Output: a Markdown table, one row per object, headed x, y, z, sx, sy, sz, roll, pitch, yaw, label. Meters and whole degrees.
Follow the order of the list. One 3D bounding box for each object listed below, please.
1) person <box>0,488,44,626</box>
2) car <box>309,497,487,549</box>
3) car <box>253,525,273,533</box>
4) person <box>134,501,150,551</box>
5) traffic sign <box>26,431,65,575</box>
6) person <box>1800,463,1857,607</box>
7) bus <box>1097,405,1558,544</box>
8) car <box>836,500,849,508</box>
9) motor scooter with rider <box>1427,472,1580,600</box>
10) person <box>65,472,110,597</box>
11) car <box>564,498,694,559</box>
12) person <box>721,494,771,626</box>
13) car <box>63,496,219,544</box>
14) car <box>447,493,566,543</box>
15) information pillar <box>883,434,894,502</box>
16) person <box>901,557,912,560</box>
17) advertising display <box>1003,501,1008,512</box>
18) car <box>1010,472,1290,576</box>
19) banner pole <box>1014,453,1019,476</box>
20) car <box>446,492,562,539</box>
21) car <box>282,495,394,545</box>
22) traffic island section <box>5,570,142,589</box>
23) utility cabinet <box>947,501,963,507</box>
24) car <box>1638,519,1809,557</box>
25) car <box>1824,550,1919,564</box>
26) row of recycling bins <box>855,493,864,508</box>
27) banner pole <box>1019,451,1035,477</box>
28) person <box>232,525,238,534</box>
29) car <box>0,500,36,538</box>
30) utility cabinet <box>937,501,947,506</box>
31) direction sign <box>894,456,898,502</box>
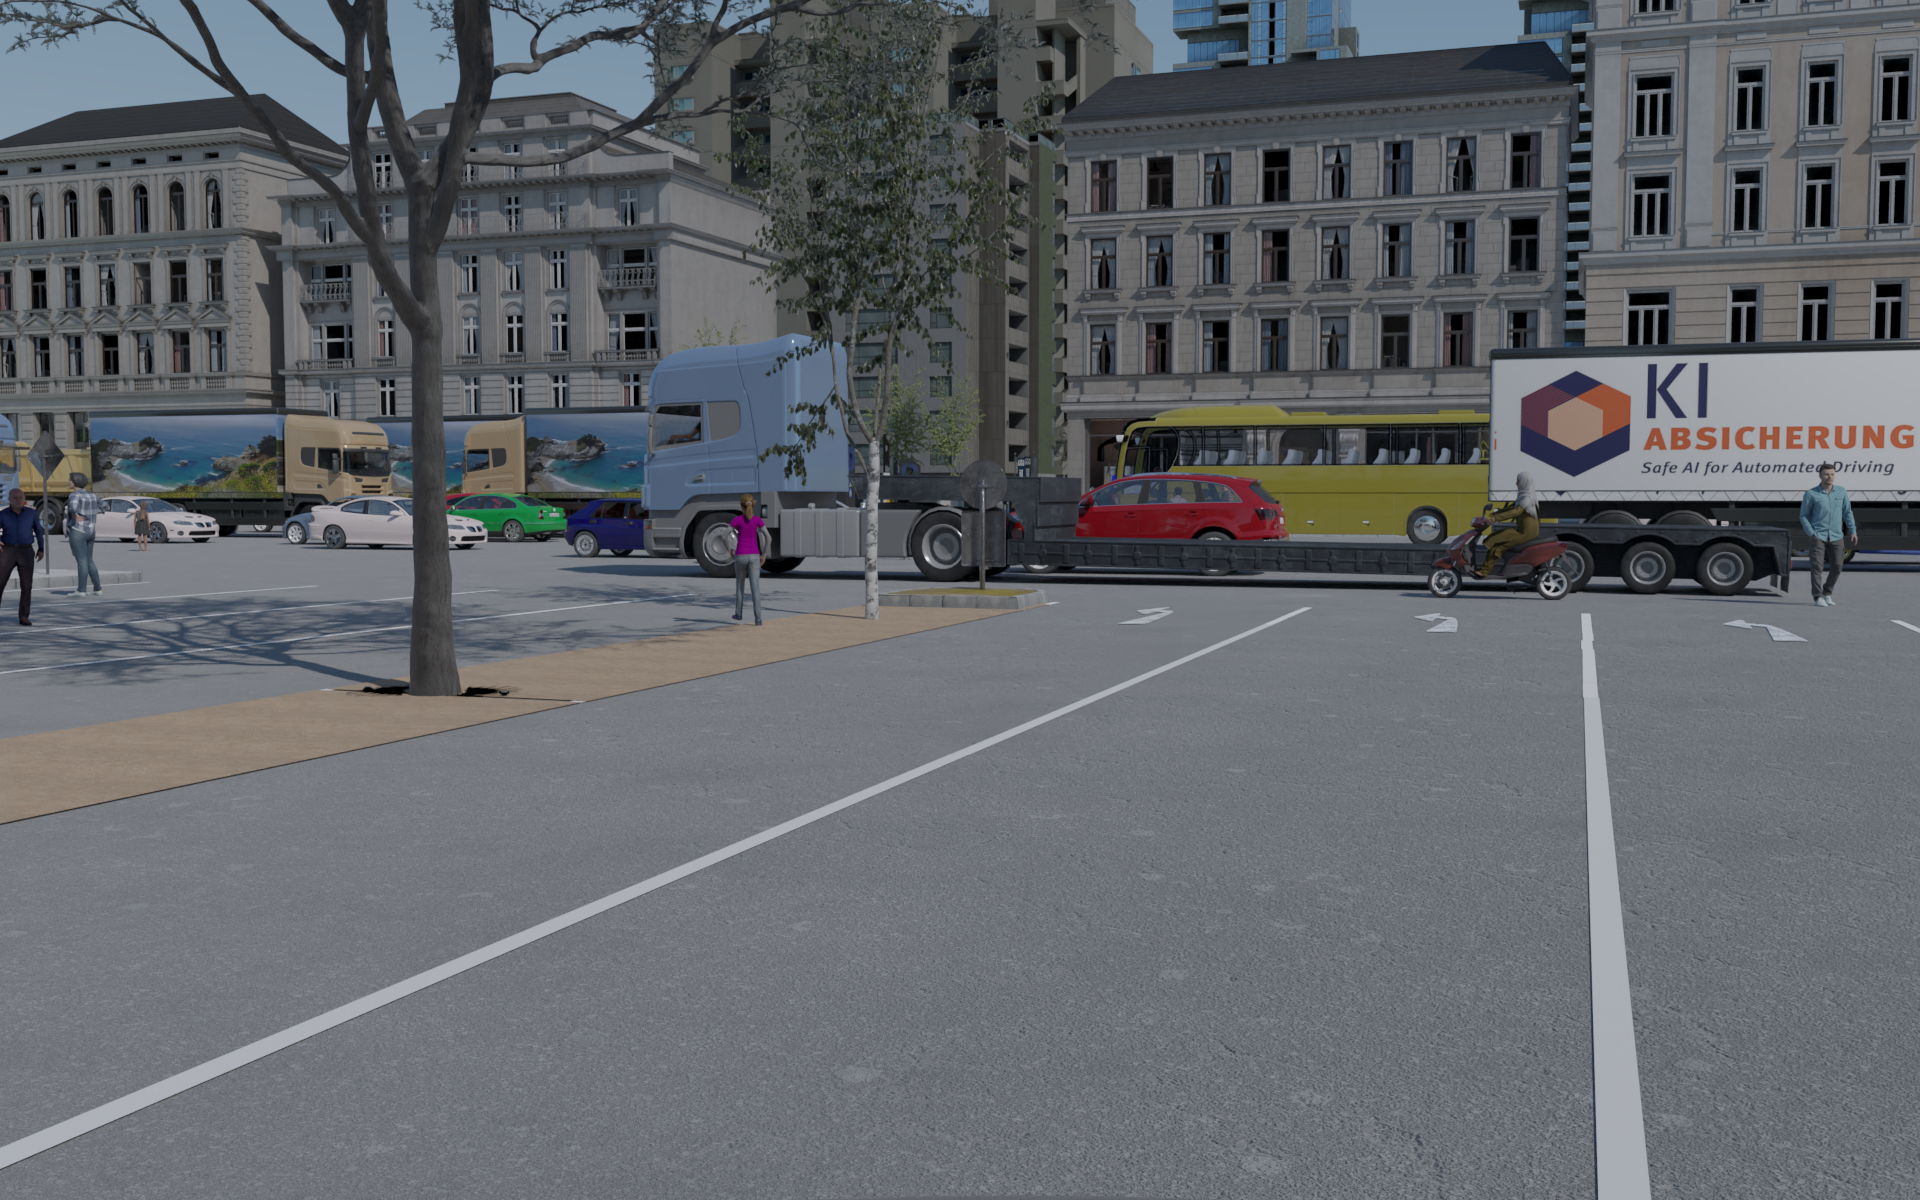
| x | y | z | sx | sy | sz | roll | pitch | yaw | label |
| --- | --- | --- | --- | --- | --- | --- | --- | --- | --- |
| -10.320 | -0.466 | 18.814 | 0.574 | 1.496 | 0.600 | -1 | 4 | -11 | person |
| -14.641 | -2.007 | 45.171 | 4.827 | 1.381 | 2.083 | 1 | 4 | 19 | car |
| -24.230 | -3.428 | 64.725 | 5.304 | 1.827 | 2.281 | 1 | 4 | 18 | car |
| -20.485 | -1.847 | 43.367 | 0.362 | 1.253 | 0.373 | -1 | 4 | -12 | person |
| -14.524 | -1.460 | 27.517 | 0.795 | 2.450 | 0.064 | 1 | 4 | 20 | traffic sign |
| 11.119 | -0.839 | 22.236 | 0.660 | 1.820 | 0.620 | 0 | 4 | 2 | person |
| 10.101 | -3.452 | 47.983 | 12.252 | 3.916 | 2.896 | 1 | 4 | 18 | bus |
| -3.774 | -2.158 | 45.507 | 3.980 | 1.641 | 2.015 | 1 | 4 | 21 | car |
| 7.414 | -0.896 | 23.620 | 1.986 | 1.779 | 0.876 | 1 | 4 | 19 | motor scooter with rider |
| -12.210 | -0.912 | 24.132 | 0.376 | 1.734 | 0.841 | 1 | 4 | 9 | person |
| -6.911 | -1.628 | 39.194 | 3.894 | 1.354 | 1.945 | 1 | 4 | 20 | car |
| -2.352 | -0.436 | 18.868 | 0.726 | 1.435 | 0.776 | -1 | 4 | -18 | person |
| -24.244 | -2.380 | 51.277 | 4.827 | 1.381 | 2.083 | 1 | 4 | 20 | car |
| -14.194 | -2.655 | 52.208 | 4.718 | 1.807 | 1.959 | 1 | 4 | 18 | car |
| -2.873 | -4.659 | 67.531 | 0.183 | 3.616 | 0.504 | 1 | 4 | 20 | information pillar |
| -1.284 | -1.484 | 37.774 | 0.505 | 1.210 | 0.382 | 1 | 4 | 10 | person |
| 3.182 | -6.649 | 113.928 | 0.974 | 1.923 | 0.123 | -3 | 5 | -43 | advertising display |
| 3.284 | -1.393 | 31.453 | 5.304 | 1.827 | 2.281 | 1 | 4 | 18 | car |
| 3.553 | -7.023 | 104.851 | 0.863 | 3.779 | 0.401 | -1 | 4 | -16 | banner pole |
| -14.701 | -2.798 | 54.790 | 4.494 | 1.783 | 2.155 | 1 | 4 | 19 | car |
| -17.113 | -2.278 | 49.252 | 4.499 | 1.417 | 2.014 | 1 | 4 | 20 | car |
| -14.549 | -0.325 | 27.587 | 2.009 | 0.180 | 2.903 | 1 | 4 | 20 | traffic island section |
| -0.194 | -5.040 | 93.558 | 0.306 | 1.237 | 1.020 | -2 | 4 | -24 | utility cabinet |
| 18.030 | -1.725 | 40.571 | 4.827 | 1.381 | 2.083 | 1 | 4 | 19 | car |
| 19.450 | -1.592 | 35.627 | 3.694 | 1.707 | 1.945 | 1 | 4 | 21 | car |
| -8.129 | -7.086 | 122.963 | 3.534 | 1.692 | 1.069 | 0 | 4 | -3 | row of recycling bins |
| 4.099 | -6.814 | 101.431 | 0.863 | 3.779 | 0.401 | 2 | 4 | 30 | banner pole |
| -26.454 | -3.312 | 62.835 | 0.537 | 1.800 | 0.526 | -3 | 5 | -43 | person |
| -27.863 | -2.181 | 48.016 | 4.827 | 1.381 | 2.083 | 1 | 4 | 19 | car |
| -1.040 | -6.313 | 114.373 | 0.306 | 1.237 | 1.020 | 3 | 5 | 45 | utility cabinet |
| -3.788 | -6.670 | 101.043 | 0.379 | 3.537 | 0.876 | -2 | 4 | -24 | direction sign |
